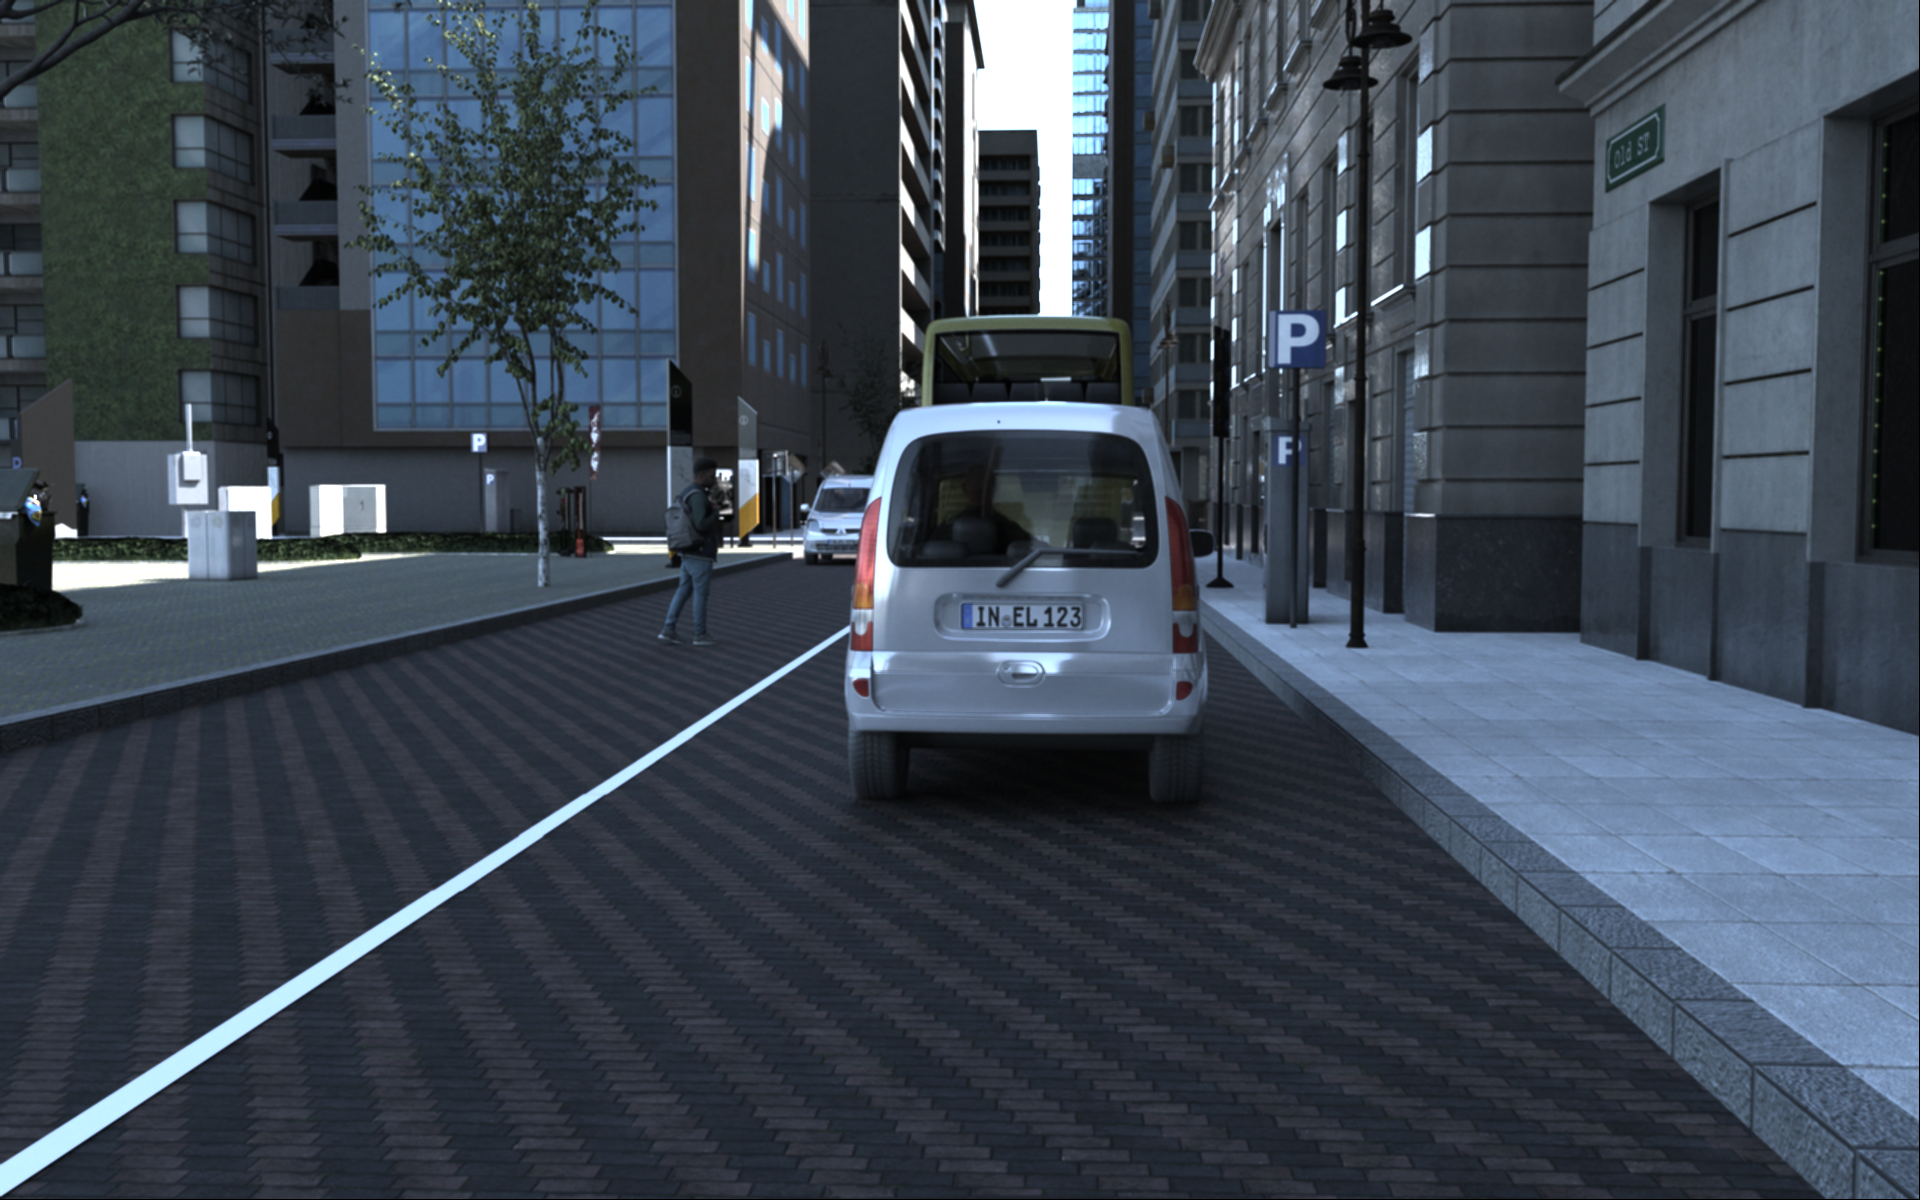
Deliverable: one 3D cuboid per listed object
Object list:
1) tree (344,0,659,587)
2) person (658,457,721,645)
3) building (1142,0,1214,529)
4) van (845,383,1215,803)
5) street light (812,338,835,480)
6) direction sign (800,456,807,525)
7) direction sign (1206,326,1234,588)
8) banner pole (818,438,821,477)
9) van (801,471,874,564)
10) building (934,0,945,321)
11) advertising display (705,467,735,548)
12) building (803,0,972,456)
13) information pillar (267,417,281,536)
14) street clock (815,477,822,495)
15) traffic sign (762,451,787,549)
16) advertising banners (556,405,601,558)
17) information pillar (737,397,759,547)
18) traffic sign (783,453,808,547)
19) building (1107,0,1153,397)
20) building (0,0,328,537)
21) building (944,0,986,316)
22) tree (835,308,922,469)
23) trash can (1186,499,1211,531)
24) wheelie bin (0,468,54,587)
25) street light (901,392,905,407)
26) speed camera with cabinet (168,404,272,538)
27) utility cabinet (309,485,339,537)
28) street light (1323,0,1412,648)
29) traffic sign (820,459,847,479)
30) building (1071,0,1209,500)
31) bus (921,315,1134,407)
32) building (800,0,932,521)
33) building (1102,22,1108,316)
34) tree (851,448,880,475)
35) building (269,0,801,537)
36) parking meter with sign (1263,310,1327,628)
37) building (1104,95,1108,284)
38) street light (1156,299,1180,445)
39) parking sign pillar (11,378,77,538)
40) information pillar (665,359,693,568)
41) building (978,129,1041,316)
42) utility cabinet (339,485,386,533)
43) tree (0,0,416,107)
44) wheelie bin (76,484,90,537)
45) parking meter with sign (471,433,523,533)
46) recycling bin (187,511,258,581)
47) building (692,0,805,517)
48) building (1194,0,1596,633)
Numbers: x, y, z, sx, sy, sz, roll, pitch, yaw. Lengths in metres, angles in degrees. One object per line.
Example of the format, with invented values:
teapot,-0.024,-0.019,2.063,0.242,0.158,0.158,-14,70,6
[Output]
tree,-5.906,-4.477,23.562,4.737,8.622,4.395,0,3,0
person,-2.501,-0.465,16.448,0.721,1.781,0.623,-3,4,-38
building,19.575,-22.936,66.886,23.993,40.220,32.217,0,4,3
van,0.417,-0.149,9.454,2.013,2.044,4.112,0,4,4
street light,-4.048,-4.818,51.554,0.468,5.910,1.993,0,4,3
direction sign,-6.509,-4.884,71.850,0.379,3.537,0.876,1,4,16
direction sign,3.583,-1.943,23.773,0.379,3.537,0.876,1,4,21
banner pole,-6.301,-5.365,77.730,0.401,3.779,0.863,-1,4,-10
van,-2.287,-1.810,36.597,2.013,2.044,4.112,0,4,2
building,-11.202,-50.566,139.433,22.319,86.520,31.000,0,4,3
advertising display,-5.792,-2.189,41.007,0.974,1.923,0.123,-2,4,-35
building,-6.145,-31.370,163.003,14.600,45.320,14.200,0,4,3
information pillar,-20.832,-3.744,52.562,0.504,3.616,0.183,2,4,33
street clock,-6.086,-4.309,75.021,0.358,2.002,0.471,0,4,-5
traffic sign,-4.365,-2.360,40.720,0.606,2.300,0.079,1,4,9
advertising banners,-7.684,-2.370,34.941,0.090,3.025,2.074,-3,4,-36
information pillar,-5.119,-3.085,41.802,0.504,3.616,0.183,1,4,10
traffic sign,-4.094,-2.356,42.156,0.795,2.450,0.064,0,4,3
building,18.325,-29.455,131.703,14.600,45.320,14.200,0,4,3
building,-28.873,-22.922,58.373,14.086,41.232,14.154,0,4,3
building,-11.596,-36.469,185.511,27.495,52.752,28.713,0,4,3
tree,-3.114,-7.229,68.551,4.360,8.622,3.978,0,3,0
trash can,6.904,-2.346,50.017,0.748,1.137,0.748,0,3,0
wheelie bin,-11.559,-0.815,21.232,0.980,1.594,0.693,1,4,14
street light,-2.569,-6.464,78.471,0.468,5.910,1.993,0,4,3
speed camera with cabinet,-16.526,-2.711,38.667,2.038,3.252,0.660,-3,5,-41
utility cabinet,-15.630,-2.096,42.954,0.318,1.500,1.173,1,4,17
street light,3.323,-2.540,14.324,0.468,5.910,1.993,0,4,3
traffic sign,-3.650,-2.843,50.129,0.795,2.450,0.064,0,4,3
building,25.687,-55.349,217.628,31.000,86.520,22.319,0,4,3
bus,1.144,-2.140,26.533,2.896,3.916,12.252,0,4,3
building,-12.854,-28.585,91.060,21.300,48.544,21.600,0,4,3
building,23.796,-30.492,153.163,22.147,44.769,28.867,0,4,3
tree,-3.860,-4.798,73.042,1.663,3.219,1.824,0,3,0
building,-12.879,-24.893,57.111,14.600,45.320,14.200,0,4,3
parking meter with sign,3.294,-1.289,17.341,0.543,3.016,1.738,0,4,7
building,26.560,-34.430,182.532,23.786,49.044,30.456,0,4,3
street light,4.931,-4.186,41.234,0.468,5.910,1.993,0,4,3
parking sign pillar,-21.102,-3.144,39.876,1.447,3.967,1.447,2,4,28
information pillar,-4.890,-2.375,30.183,0.504,3.616,0.183,-3,5,-44
building,-0.575,-36.483,220.193,21.600,48.544,21.300,0,4,3
utility cabinet,-14.386,-2.025,41.787,1.173,1.500,0.318,2,4,30
tree,-7.288,-6.135,10.670,12.009,13.543,11.850,0,3,0
wheelie bin,-26.539,-2.689,51.874,0.980,1.594,0.693,0,4,2
parking meter with sign,-13.425,-3.309,50.370,0.543,3.016,1.738,1,4,21
recycling bin,-11.067,-0.822,25.993,0.722,1.027,0.722,1,4,11
building,-9.130,-28.546,116.844,14.600,45.320,14.200,0,4,3
building,10.706,-14.051,27.002,12.463,27.353,25.104,0,4,3
